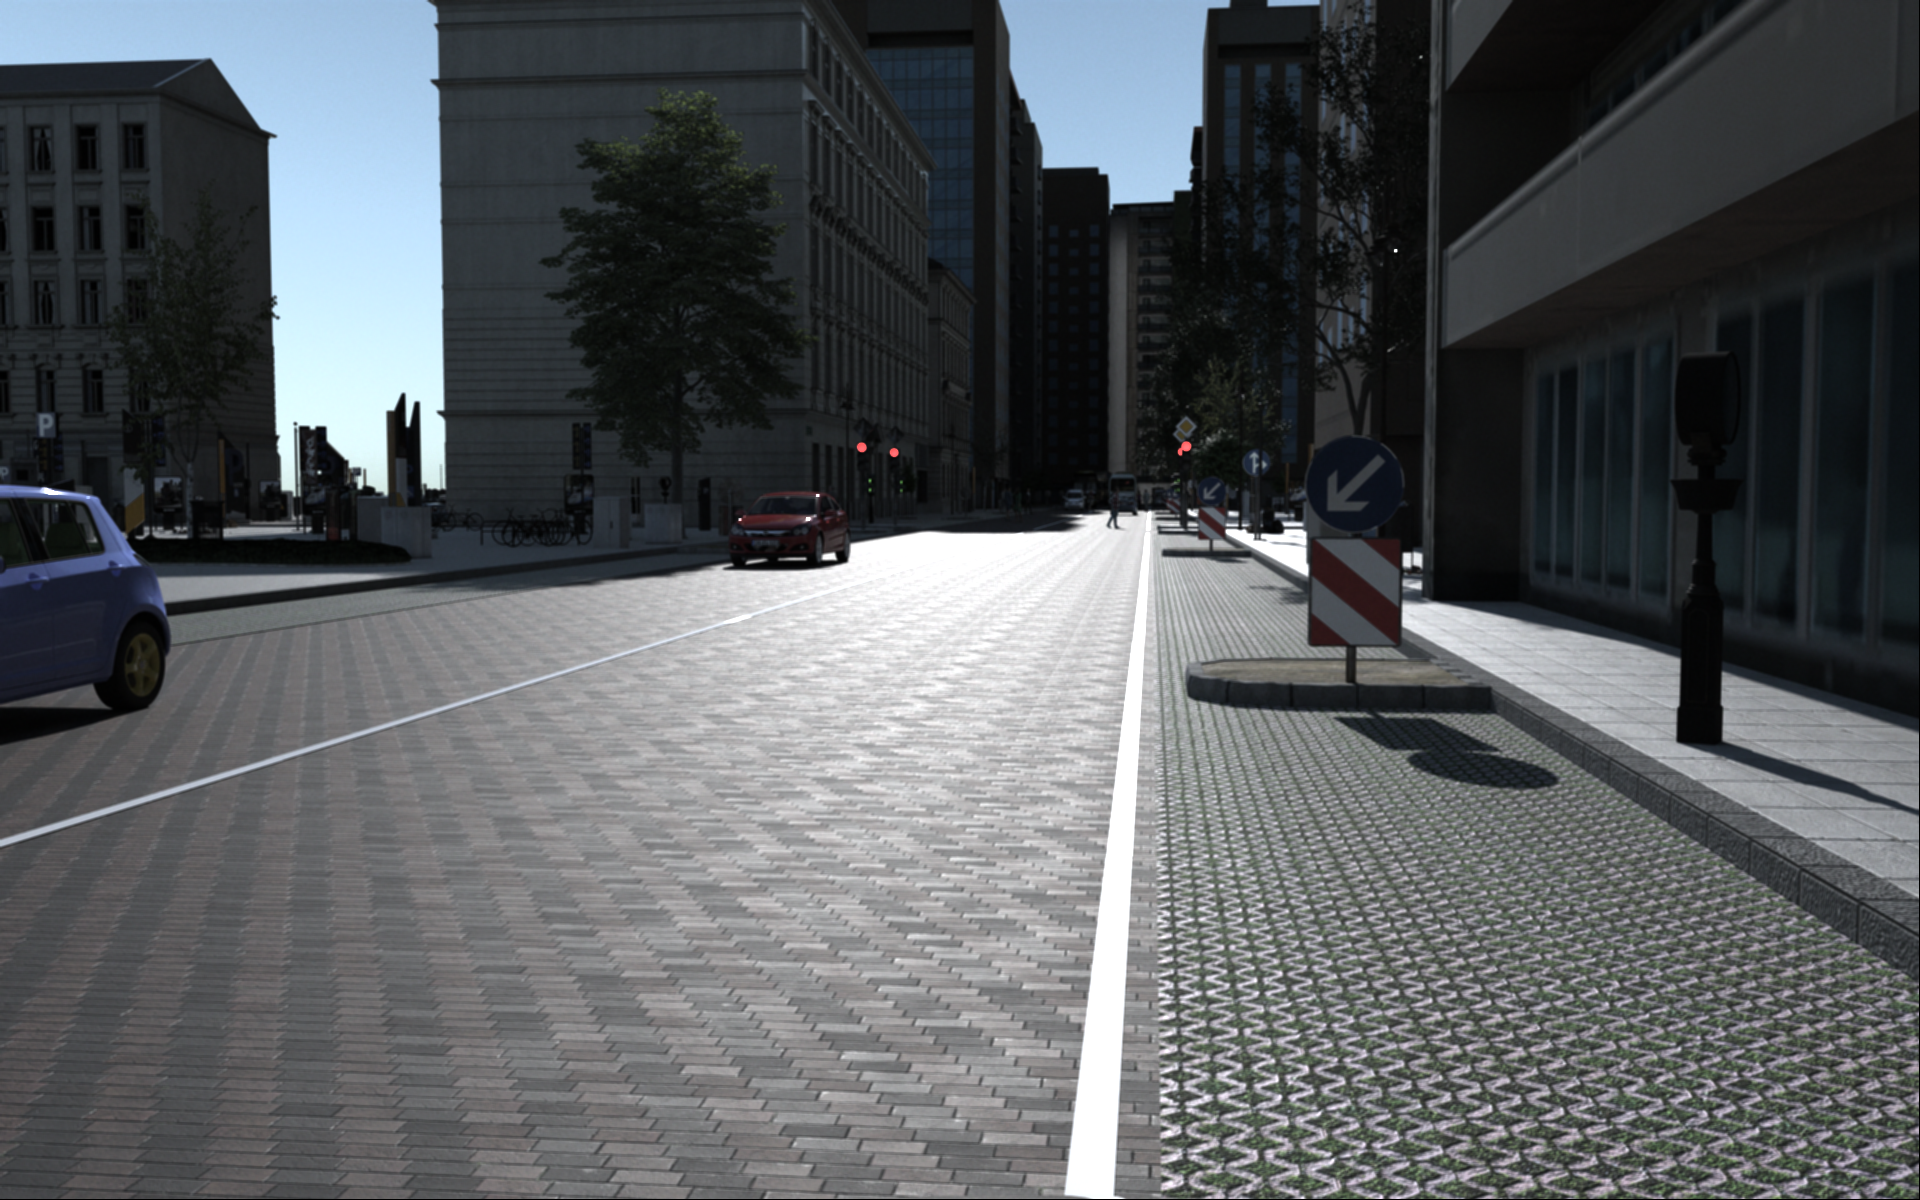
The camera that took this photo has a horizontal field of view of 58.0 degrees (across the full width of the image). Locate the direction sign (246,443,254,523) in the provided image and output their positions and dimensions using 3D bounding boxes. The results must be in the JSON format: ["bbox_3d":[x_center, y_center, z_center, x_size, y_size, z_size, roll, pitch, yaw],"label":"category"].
[{"bbox_3d":[-31.574,-5.190,76.854,0.379,3.537,0.876,-2,4,-26],"label":"direction sign"}]

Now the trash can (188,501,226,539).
[{"bbox_3d":[-16.110,-1.556,37.090,0.748,1.137,0.748,0,3,0],"label":"trash can"}]

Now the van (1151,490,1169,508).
[{"bbox_3d":[20.875,-10.561,179.681,2.013,2.044,4.112,0,4,5],"label":"van"}]

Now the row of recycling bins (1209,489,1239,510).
[{"bbox_3d":[20.894,-7.932,136.798,1.069,1.692,3.534,-3,5,-44],"label":"row of recycling bins"}]

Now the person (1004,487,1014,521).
[{"bbox_3d":[2.533,-5.095,91.834,0.581,1.822,0.654,3,5,44],"label":"person"}]

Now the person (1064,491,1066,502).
[{"bbox_3d":[12.663,-12.231,208.488,1.348,1.823,0.705,3,4,39],"label":"person"}]

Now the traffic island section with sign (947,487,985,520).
[{"bbox_3d":[0.366,-5.347,96.046,1.989,1.847,2.006,0,4,6],"label":"traffic island section with sign"}]

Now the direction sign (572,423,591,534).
[{"bbox_3d":[-12.028,-3.863,55.156,0.876,3.537,0.379,3,4,38],"label":"direction sign"}]

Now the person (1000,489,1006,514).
[{"bbox_3d":[3.000,-6.872,120.960,0.391,1.810,0.635,-2,4,-29],"label":"person"}]

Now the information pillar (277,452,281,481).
[{"bbox_3d":[-35.167,-5.989,89.281,0.504,3.616,0.183,3,5,40],"label":"information pillar"}]

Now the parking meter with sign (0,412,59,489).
[{"bbox_3d":[-19.729,-2.444,36.224,0.543,3.016,1.738,1,4,19],"label":"parking meter with sign"}]

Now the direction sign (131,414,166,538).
[{"bbox_3d":[-23.124,-3.511,49.400,0.876,3.537,0.379,-2,4,-32],"label":"direction sign"}]

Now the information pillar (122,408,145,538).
[{"bbox_3d":[-22.480,-3.408,47.082,0.504,3.616,0.183,-1,4,-12],"label":"information pillar"}]

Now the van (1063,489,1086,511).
[{"bbox_3d":[9.908,-8.731,149.755,2.013,2.044,4.112,0,4,6],"label":"van"}]

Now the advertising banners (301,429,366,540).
[{"bbox_3d":[-16.836,-3.079,46.533,2.074,3.025,0.090,1,4,20],"label":"advertising banners"}]

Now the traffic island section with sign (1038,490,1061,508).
[{"bbox_3d":[8.806,-10.022,172.479,1.989,1.847,2.006,0,4,6],"label":"traffic island section with sign"}]

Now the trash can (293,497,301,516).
[{"bbox_3d":[-38.848,-5.473,101.141,0.748,1.137,0.748,0,3,0],"label":"trash can"}]

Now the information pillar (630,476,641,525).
[{"bbox_3d":[-13.554,-4.149,72.328,0.304,2.012,0.304,1,4,20],"label":"information pillar"}]

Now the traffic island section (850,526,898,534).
[{"bbox_3d":[-3.558,-2.517,63.431,2.009,0.180,2.903,0,4,6],"label":"traffic island section"}]

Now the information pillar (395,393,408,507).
[{"bbox_3d":[-12.883,-2.973,39.958,0.183,3.616,0.504,0,4,3],"label":"information pillar"}]

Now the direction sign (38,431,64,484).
[{"bbox_3d":[-32.662,-4.298,62.267,0.379,3.537,0.876,2,4,35],"label":"direction sign"}]

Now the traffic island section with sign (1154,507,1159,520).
[{"bbox_3d":[11.752,-5.285,95.035,1.989,1.847,2.006,0,4,6],"label":"traffic island section with sign"}]

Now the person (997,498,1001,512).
[{"bbox_3d":[2.866,-6.854,125.584,0.382,1.210,0.505,-3,5,-44],"label":"person"}]

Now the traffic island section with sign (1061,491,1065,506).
[{"bbox_3d":[11.761,-11.660,199.273,1.989,1.847,2.006,0,4,6],"label":"traffic island section with sign"}]

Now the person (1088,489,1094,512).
[{"bbox_3d":[10.549,-8.020,139.597,0.573,1.828,0.580,-1,4,-16],"label":"person"}]

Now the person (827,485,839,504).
[{"bbox_3d":[-4.987,-3.532,66.643,0.834,1.777,0.661,3,4,36],"label":"person"}]

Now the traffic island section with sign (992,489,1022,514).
[{"bbox_3d":[3.363,-6.999,123.062,1.989,1.847,2.006,0,4,6],"label":"traffic island section with sign"}]

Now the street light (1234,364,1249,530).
[{"bbox_3d":[9.970,-5.423,61.458,0.468,5.910,1.993,0,4,6],"label":"street light"}]

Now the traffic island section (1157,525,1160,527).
[{"bbox_3d":[8.988,-2.923,70.079,2.009,0.180,2.903,0,4,6],"label":"traffic island section"}]

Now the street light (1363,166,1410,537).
[{"bbox_3d":[6.080,-3.183,24.834,0.468,5.910,1.993,0,4,6],"label":"street light"}]

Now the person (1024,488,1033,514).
[{"bbox_3d":[4.858,-6.985,122.478,0.659,1.850,0.755,-2,4,-33],"label":"person"}]

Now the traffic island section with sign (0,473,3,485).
[{"bbox_3d":[-8.636,-0.352,14.383,1.989,1.847,2.006,0,4,6],"label":"traffic island section with sign"}]

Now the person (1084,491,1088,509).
[{"bbox_3d":[12.104,-9.823,169.644,0.750,1.759,0.617,-1,4,-9],"label":"person"}]

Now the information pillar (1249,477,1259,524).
[{"bbox_3d":[12.711,-4.305,74.882,0.304,2.012,0.304,-1,4,-11],"label":"information pillar"}]

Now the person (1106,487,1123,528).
[{"bbox_3d":[6.514,-3.889,72.930,0.643,1.720,0.563,1,4,17],"label":"person"}]

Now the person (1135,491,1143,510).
[{"bbox_3d":[15.893,-8.799,153.046,1.217,1.739,0.721,-2,4,-32],"label":"person"}]

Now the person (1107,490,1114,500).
[{"bbox_3d":[13.759,-8.995,155.559,0.705,1.826,1.348,-3,4,-37],"label":"person"}]

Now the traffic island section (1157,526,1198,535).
[{"bbox_3d":[8.112,-2.438,62.142,2.009,0.180,2.903,0,4,6],"label":"traffic island section"}]

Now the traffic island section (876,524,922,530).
[{"bbox_3d":[-2.682,-3.002,71.368,2.009,0.180,2.903,0,4,6],"label":"traffic island section"}]

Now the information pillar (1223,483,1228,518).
[{"bbox_3d":[14.406,-6.283,94.078,0.183,3.616,0.504,-1,4,-21],"label":"information pillar"}]

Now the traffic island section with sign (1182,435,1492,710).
[{"bbox_3d":[2.641,-0.236,12.480,1.989,1.847,2.006,0,4,6],"label":"traffic island section with sign"}]

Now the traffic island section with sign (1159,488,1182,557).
[{"bbox_3d":[5.672,-1.916,39.952,1.989,1.847,2.006,0,4,6],"label":"traffic island section with sign"}]

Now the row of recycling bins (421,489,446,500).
[{"bbox_3d":[-39.948,-7.603,131.425,3.534,1.692,1.069,3,5,42],"label":"row of recycling bins"}]

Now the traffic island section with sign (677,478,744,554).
[{"bbox_3d":[-5.606,-2.029,41.809,1.989,1.847,2.006,0,4,6],"label":"traffic island section with sign"}]

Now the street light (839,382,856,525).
[{"bbox_3d":[-4.659,-6.053,71.749,0.468,5.910,1.993,0,4,6],"label":"street light"}]

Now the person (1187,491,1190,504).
[{"bbox_3d":[29.667,-13.302,225.624,0.705,1.869,1.348,3,5,43],"label":"person"}]

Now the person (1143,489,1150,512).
[{"bbox_3d":[15.214,-8.122,141.386,0.635,1.810,0.391,-2,4,-35],"label":"person"}]

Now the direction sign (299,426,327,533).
[{"bbox_3d":[-21.565,-4.025,57.805,0.876,3.537,0.379,-2,4,-33],"label":"direction sign"}]

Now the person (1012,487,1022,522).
[{"bbox_3d":[2.970,-4.849,88.029,0.529,1.795,0.600,-2,4,-26],"label":"person"}]

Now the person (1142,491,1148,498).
[{"bbox_3d":[23.139,-12.628,214.972,1.348,1.824,0.705,-3,5,-41],"label":"person"}]

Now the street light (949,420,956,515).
[{"bbox_3d":[-0.486,-8.309,108.637,0.468,5.910,1.993,0,4,6],"label":"street light"}]

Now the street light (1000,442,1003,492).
[{"bbox_3d":[3.527,-10.570,145.610,0.468,5.910,1.993,0,4,6],"label":"street light"}]

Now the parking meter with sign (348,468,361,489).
[{"bbox_3d":[-39.578,-7.127,112.786,0.543,3.016,1.738,0,4,2],"label":"parking meter with sign"}]
